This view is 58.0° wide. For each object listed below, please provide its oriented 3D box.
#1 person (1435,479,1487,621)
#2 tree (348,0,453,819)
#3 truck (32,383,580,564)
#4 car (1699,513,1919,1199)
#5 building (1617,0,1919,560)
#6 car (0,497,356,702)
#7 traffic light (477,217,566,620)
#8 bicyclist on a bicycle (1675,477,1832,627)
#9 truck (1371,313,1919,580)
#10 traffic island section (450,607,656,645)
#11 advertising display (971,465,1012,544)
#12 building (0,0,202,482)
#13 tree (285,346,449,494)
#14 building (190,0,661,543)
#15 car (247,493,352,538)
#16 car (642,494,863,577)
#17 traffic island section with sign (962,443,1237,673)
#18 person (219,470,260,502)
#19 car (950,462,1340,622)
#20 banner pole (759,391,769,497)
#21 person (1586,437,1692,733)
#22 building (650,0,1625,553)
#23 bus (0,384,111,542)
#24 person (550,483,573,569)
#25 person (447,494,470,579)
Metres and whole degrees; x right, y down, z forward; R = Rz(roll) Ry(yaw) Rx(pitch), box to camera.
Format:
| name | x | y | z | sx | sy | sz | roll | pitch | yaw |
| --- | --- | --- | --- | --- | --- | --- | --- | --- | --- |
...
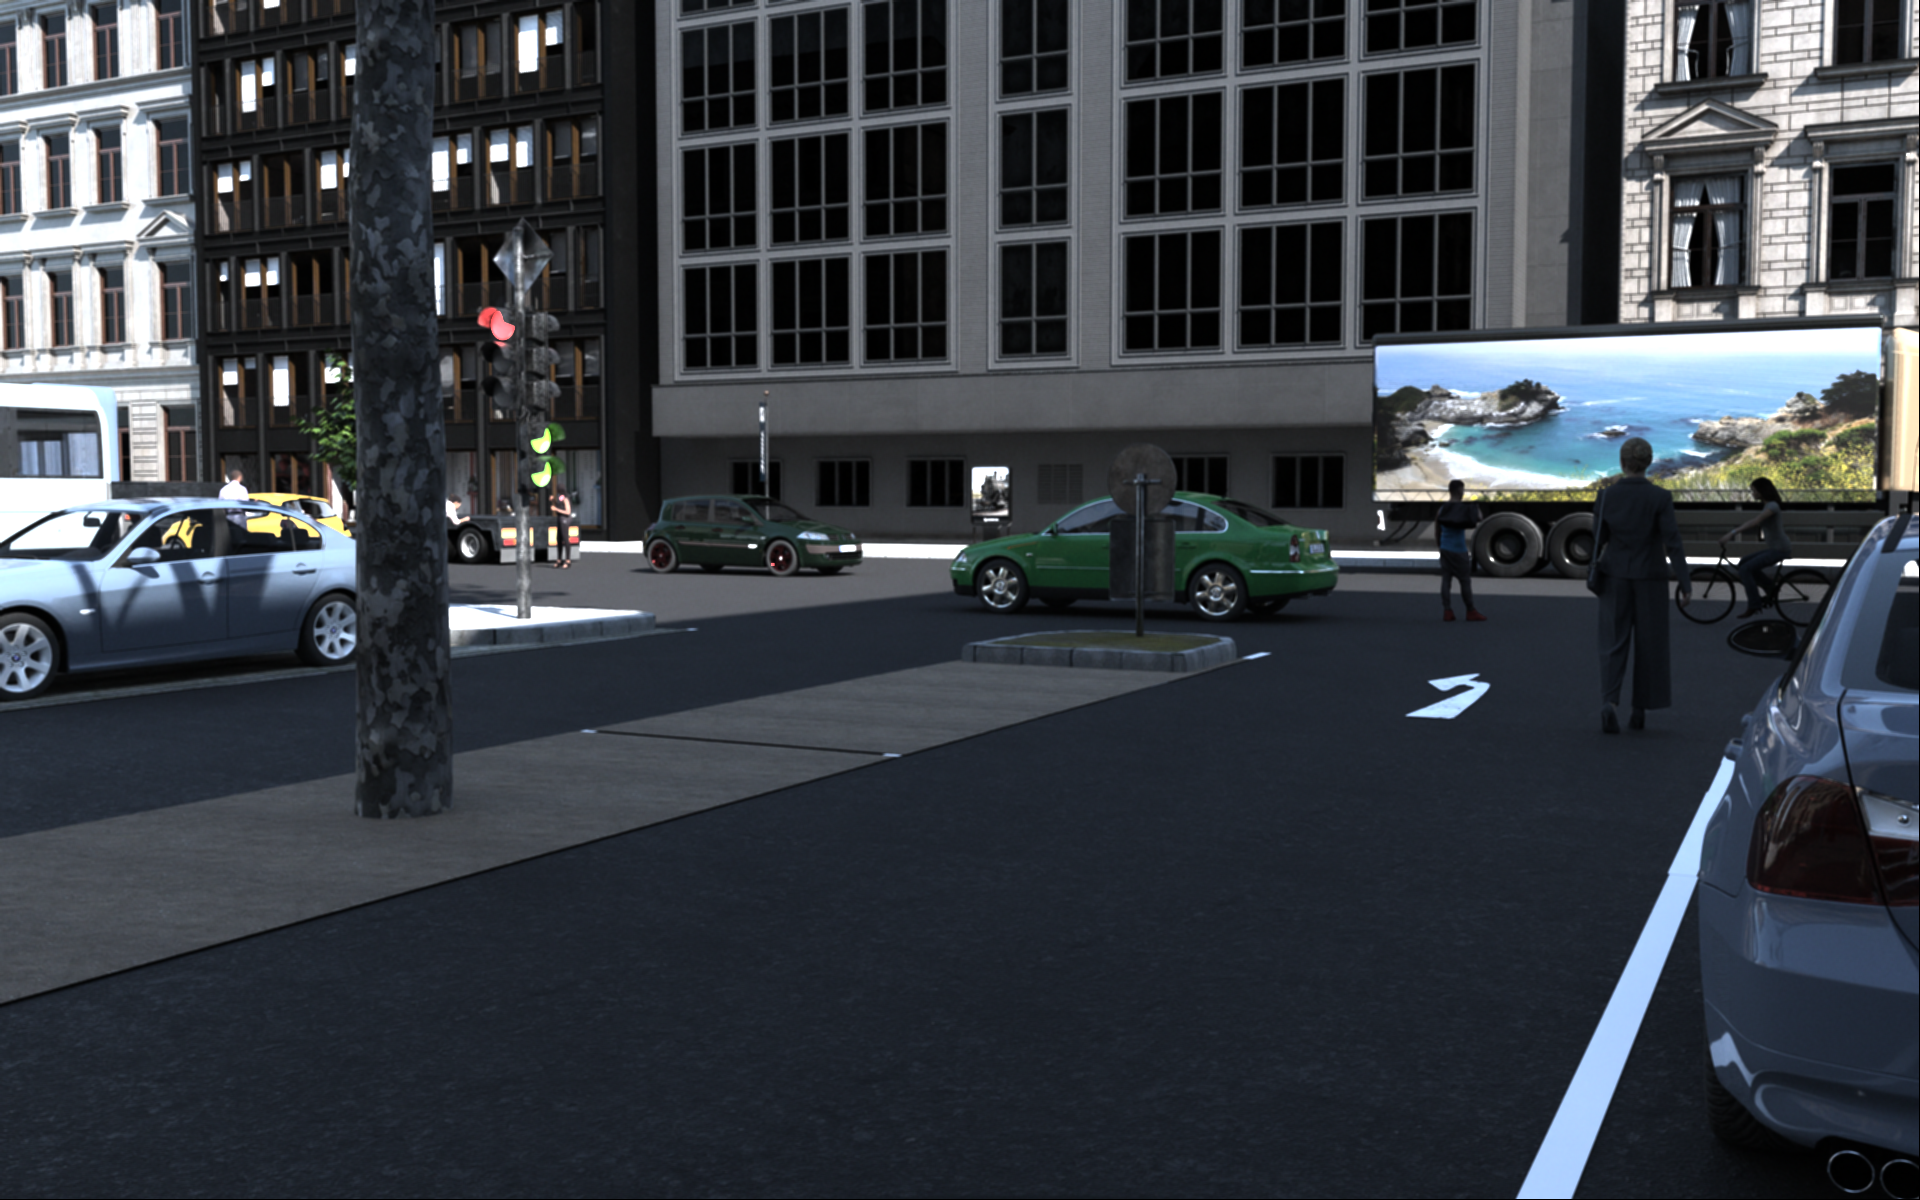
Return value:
| name | x | y | z | sx | sy | sz | roll | pitch | yaw |
| --- | --- | --- | --- | --- | --- | --- | --- | --- | --- |
| person | 5.650 | -0.559 | 19.509 | 0.662 | 1.594 | 0.647 | -3 | 5 | -44 |
| tree | -3.189 | -9.183 | 8.491 | 12.611 | 20.169 | 13.585 | 0 | 3 | 0 |
| truck | -16.829 | -3.081 | 40.135 | 18.799 | 4.110 | 2.967 | 2 | 4 | 29 |
| car | 3.056 | 0.455 | 4.556 | 2.014 | 1.417 | 4.499 | 2 | 4 | 29 |
| building | 23.458 | -10.418 | 34.962 | 19.286 | 19.102 | 10.561 | 2 | 4 | 27 |
| car | -6.499 | -0.097 | 13.596 | 2.014 | 1.417 | 4.499 | 2 | 4 | 28 |
| traffic light | -4.456 | -1.757 | 17.641 | 0.839 | 4.253 | 0.868 | 2 | 4 | 27 |
| bicyclist on a bicycle | 8.652 | -0.539 | 18.832 | 1.625 | 1.676 | 1.499 | 2 | 4 | 25 |
| truck | 12.744 | -2.446 | 28.907 | 11.283 | 4.237 | 2.839 | 2 | 4 | 26 |
| traffic island section | -4.487 | 0.275 | 17.793 | 2.009 | 0.180 | 2.903 | 2 | 4 | 27 |
| advertising display | 0.696 | -2.036 | 38.504 | 0.974 | 1.923 | 0.123 | 2 | 4 | 26 |
| building | -29.734 | -13.857 | 62.714 | 21.152 | 22.565 | 11.583 | 2 | 4 | 27 |
| tree | -6.583 | -1.532 | 19.655 | 1.663 | 3.219 | 1.824 | 0 | 3 | 0 |
| building | -13.317 | -13.732 | 54.194 | 15.834 | 23.373 | 12.332 | 2 | 4 | 27 |
| car | -13.757 | -1.435 | 33.689 | 3.980 | 1.641 | 2.015 | 2 | 4 | 28 |
| car | -3.788 | -1.312 | 31.244 | 4.222 | 1.686 | 2.009 | 2 | 4 | 28 |
| traffic island section with sign | 1.354 | -0.424 | 15.074 | 2.006 | 1.907 | 1.989 | 2 | 4 | 27 |
| person | -12.228 | -1.291 | 29.484 | 0.709 | 1.838 | 0.599 | 1 | 4 | 18 |
| car | 2.101 | -0.728 | 20.697 | 4.718 | 1.807 | 1.959 | 2 | 4 | 29 |
| banner pole | -4.718 | -3.164 | 41.755 | 0.401 | 3.779 | 0.863 | 1 | 4 | 9 |
| person | 4.080 | -0.093 | 10.435 | 0.576 | 1.772 | 0.534 | 1 | 4 | 14 |
| building | 4.910 | -15.440 | 45.954 | 24.014 | 27.812 | 14.314 | 2 | 4 | 27 |
| bus | -21.406 | -2.312 | 32.664 | 13.247 | 3.499 | 2.948 | 2 | 4 | 29 |
| person | -7.700 | -1.427 | 33.294 | 0.593 | 1.643 | 0.415 | 2 | 4 | 26 |
| person | -8.652 | -1.061 | 29.035 | 0.628 | 1.438 | 0.799 | 0 | 4 | 7 |
